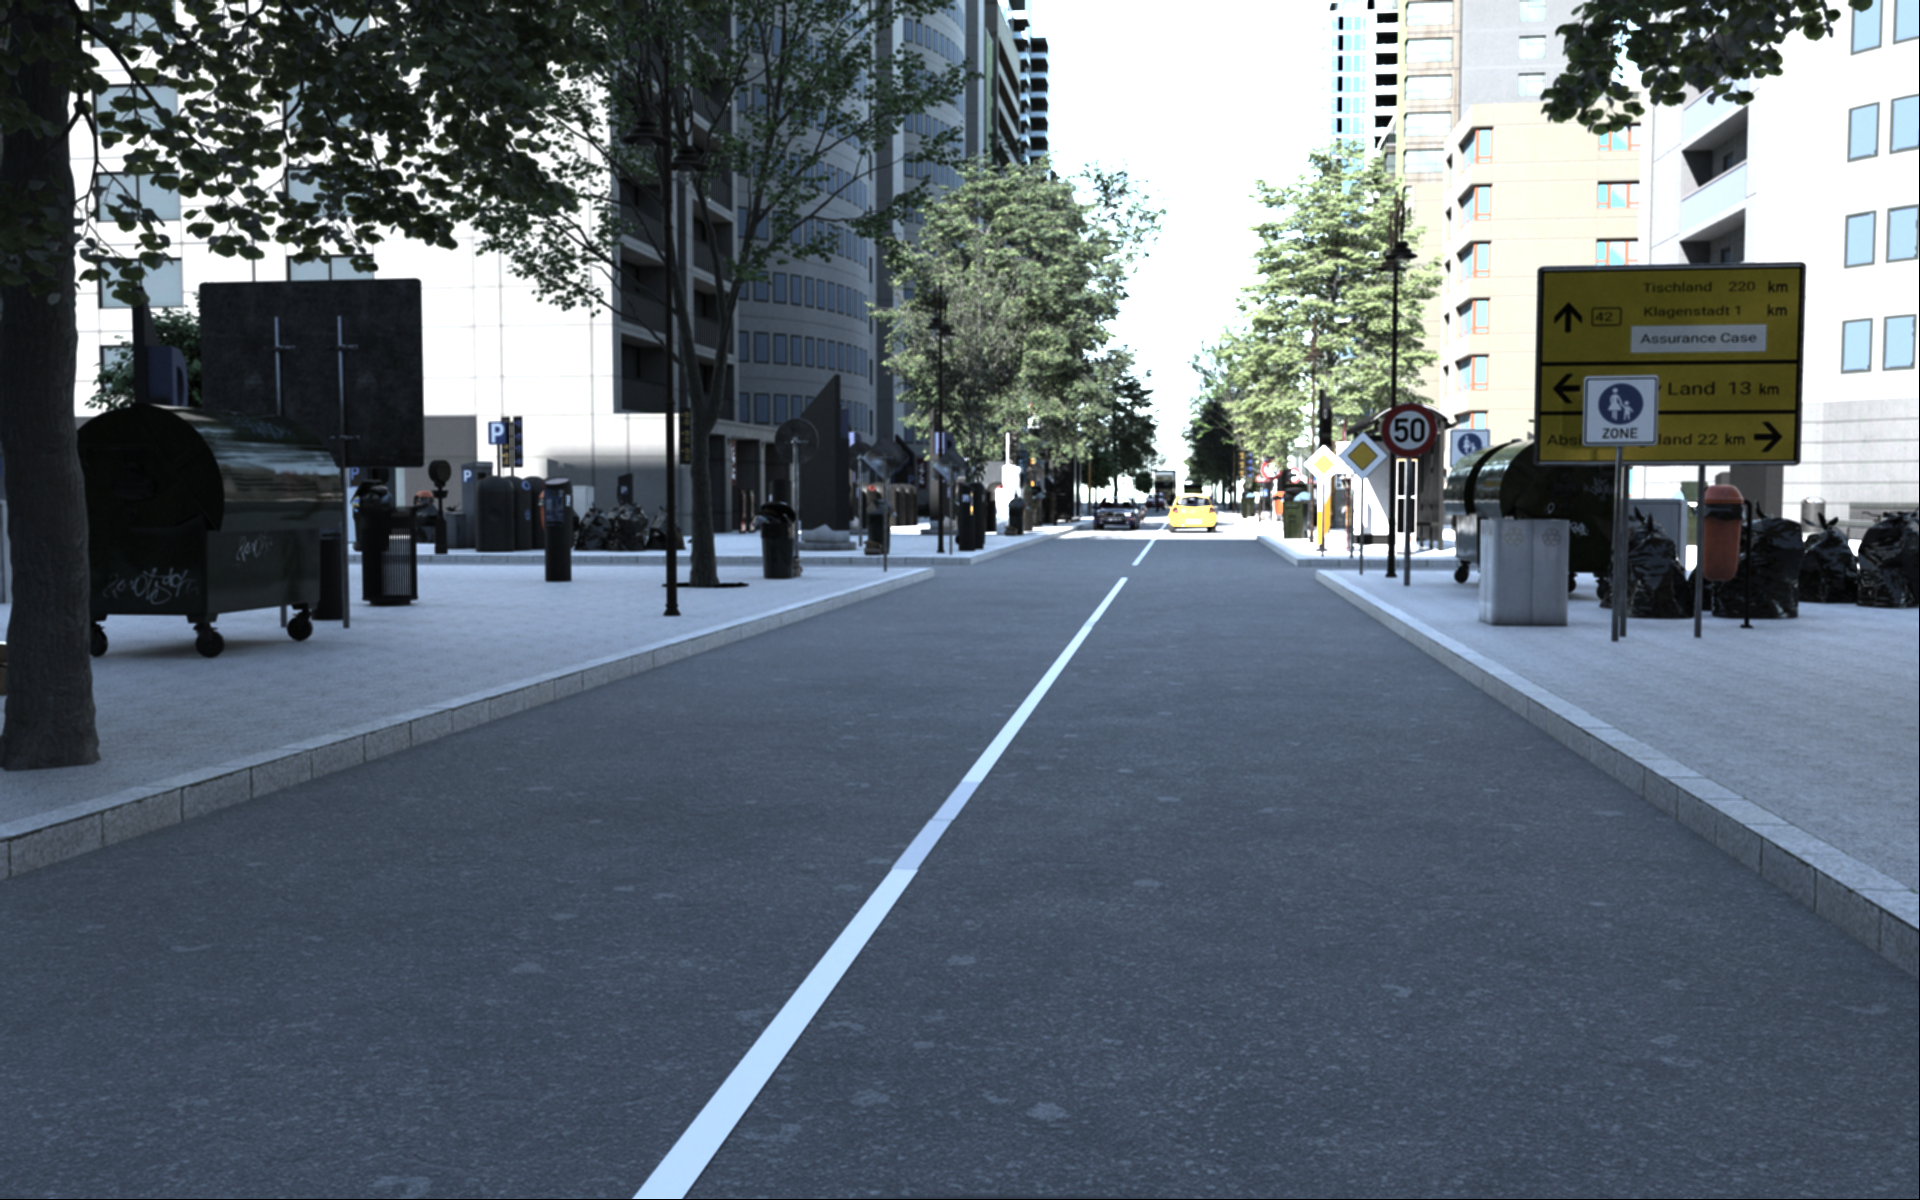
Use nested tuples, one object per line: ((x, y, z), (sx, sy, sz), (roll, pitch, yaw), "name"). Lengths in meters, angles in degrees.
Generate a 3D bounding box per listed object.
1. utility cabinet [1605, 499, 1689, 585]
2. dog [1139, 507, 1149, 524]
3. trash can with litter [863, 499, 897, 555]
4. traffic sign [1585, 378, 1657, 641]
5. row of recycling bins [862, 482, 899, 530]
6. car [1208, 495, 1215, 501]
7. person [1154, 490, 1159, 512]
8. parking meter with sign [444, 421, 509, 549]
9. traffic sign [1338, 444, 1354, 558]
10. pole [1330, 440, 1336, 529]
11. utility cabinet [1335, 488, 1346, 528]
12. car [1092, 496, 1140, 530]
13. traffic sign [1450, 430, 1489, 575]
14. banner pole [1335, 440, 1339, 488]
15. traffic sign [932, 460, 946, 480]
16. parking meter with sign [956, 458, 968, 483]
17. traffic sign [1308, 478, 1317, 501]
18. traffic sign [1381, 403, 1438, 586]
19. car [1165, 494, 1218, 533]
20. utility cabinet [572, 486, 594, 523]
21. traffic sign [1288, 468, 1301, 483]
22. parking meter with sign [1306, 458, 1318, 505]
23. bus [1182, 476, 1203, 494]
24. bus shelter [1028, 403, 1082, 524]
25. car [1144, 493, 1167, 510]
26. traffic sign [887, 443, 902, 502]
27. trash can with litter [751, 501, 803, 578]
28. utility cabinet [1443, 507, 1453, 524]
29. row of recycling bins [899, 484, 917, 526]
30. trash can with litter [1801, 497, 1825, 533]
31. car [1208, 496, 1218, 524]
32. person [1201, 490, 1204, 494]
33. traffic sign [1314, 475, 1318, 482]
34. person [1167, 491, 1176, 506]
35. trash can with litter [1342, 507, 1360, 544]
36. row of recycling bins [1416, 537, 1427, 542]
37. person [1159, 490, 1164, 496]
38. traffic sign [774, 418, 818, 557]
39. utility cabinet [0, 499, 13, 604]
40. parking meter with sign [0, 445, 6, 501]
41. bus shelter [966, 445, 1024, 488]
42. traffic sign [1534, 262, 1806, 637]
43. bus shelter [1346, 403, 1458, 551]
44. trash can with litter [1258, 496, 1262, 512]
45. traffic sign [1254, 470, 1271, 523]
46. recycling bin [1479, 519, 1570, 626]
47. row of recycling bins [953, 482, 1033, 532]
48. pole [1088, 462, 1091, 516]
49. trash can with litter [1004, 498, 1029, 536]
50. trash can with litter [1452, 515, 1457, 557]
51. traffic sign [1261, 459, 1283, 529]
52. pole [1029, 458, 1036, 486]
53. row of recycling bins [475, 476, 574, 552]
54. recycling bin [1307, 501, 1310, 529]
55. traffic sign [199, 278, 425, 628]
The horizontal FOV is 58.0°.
((9.466, -0.778, 23.886), (1.020, 1.237, 0.306), (3, 5, 43), "utility cabinet")
((8.723, -4.107, 83.994), (0.513, 0.831, 0.800), (-2, 4, -24), "dog")
((-1.710, -1.549, 36.711), (0.624, 1.170, 1.055), (0, 4, 6), "trash can with litter")
((5.710, -0.789, 15.032), (0.606, 2.300, 0.079), (1, 4, 17), "traffic sign")
((-3.462, -3.122, 58.164), (1.069, 1.692, 3.534), (2, 4, 27), "row of recycling bins")
((18.032, -7.186, 129.498), (2.014, 1.417, 4.499), (0, 4, 8), "car")
((15.604, -7.856, 137.666), (0.721, 1.735, 1.217), (0, 4, -7), "person")
((-11.450, -2.735, 40.979), (0.543, 3.016, 1.738), (2, 4, 25), "parking meter with sign")
((7.806, -1.978, 34.462), (0.606, 2.300, 0.079), (1, 4, 11), "traffic sign")
((13.673, -4.263, 63.547), (0.158, 3.312, 0.155), (0, 3, 0), "pole")
((14.090, -3.406, 64.365), (1.173, 1.500, 0.318), (-1, 4, -12), "utility cabinet")
((6.364, -3.528, 70.262), (1.945, 1.354, 3.894), (1, 4, 8), "car")
((8.009, -1.538, 27.273), (0.606, 2.300, 0.079), (1, 4, 17), "traffic sign")
((17.129, -5.470, 79.455), (0.863, 3.779, 0.401), (-2, 4, -35), "banner pole")
((-0.549, -3.031, 51.679), (0.606, 2.300, 0.079), (1, 4, 10), "traffic sign")
((-0.154, -4.774, 74.323), (0.543, 3.016, 1.738), (3, 5, 42), "parking meter with sign")
((17.221, -5.113, 83.605), (0.884, 2.594, 0.081), (1, 4, 12), "traffic sign")
((6.268, -1.474, 24.213), (0.768, 2.556, 0.104), (1, 4, 14), "traffic sign")
((8.694, -3.347, 64.939), (2.015, 1.641, 3.980), (0, 4, 6), "car")
((-10.304, -2.311, 46.456), (1.173, 1.500, 0.318), (3, 4, 36), "utility cabinet")
((16.063, -5.108, 83.616), (0.768, 2.556, 0.104), (1, 4, 13), "traffic sign")
((18.335, -5.669, 88.947), (1.738, 3.016, 0.543), (1, 4, 18), "parking meter with sign")
((32.104, -15.123, 238.802), (2.896, 3.916, 12.252), (0, 4, 7), "bus")
((4.396, -6.171, 78.536), (2.179, 5.291, 8.768), (0, 4, 7), "bus shelter")
((17.884, -9.128, 158.284), (2.155, 1.783, 4.494), (1, 4, 8), "car")
((-1.720, -2.530, 41.469), (0.768, 2.556, 0.104), (1, 4, 16), "traffic sign")
((-2.780, -0.930, 26.588), (0.624, 1.170, 1.055), (1, 4, 8), "trash can with litter")
((20.517, -3.911, 72.616), (0.318, 1.500, 1.173), (-2, 4, -31), "utility cabinet")
((-2.496, -3.816, 69.507), (1.069, 1.692, 3.534), (1, 4, 16), "row of recycling bins")
((20.451, -1.919, 42.438), (2.233, 1.210, 1.678), (1, 4, 20), "trash can with litter")
((11.529, -4.355, 83.781), (1.945, 1.354, 3.894), (0, 4, 6), "car")
((22.905, -9.485, 163.576), (0.705, 1.824, 1.348), (-1, 4, -10), "person")
((15.854, -4.667, 76.411), (0.768, 2.556, 0.104), (1, 4, 15), "traffic sign")
((19.940, -9.363, 162.303), (1.217, 1.735, 0.721), (0, 4, -8), "person")
((10.432, -2.036, 44.681), (1.055, 1.170, 0.624), (-1, 4, -14), "trash can with litter")
((12.501, -2.518, 48.279), (1.069, 1.692, 3.534), (1, 4, 19), "row of recycling bins")
((20.406, -10.204, 175.198), (0.709, 1.838, 0.599), (2, 4, 28), "person")
((-2.755, -1.773, 29.090), (0.768, 2.556, 0.104), (1, 4, 11), "traffic sign")
((-11.712, -0.559, 20.297), (1.020, 1.237, 0.306), (-1, 4, -11), "utility cabinet")
((-32.107, -3.686, 56.533), (0.543, 3.016, 1.738), (1, 4, 13), "parking meter with sign")
((1.415, -4.799, 72.385), (2.014, 3.302, 5.546), (0, 4, 7), "bus shelter")
((6.288, -1.320, 15.448), (2.265, 3.308, 0.079), (0, 4, 8), "traffic sign")
((10.402, -2.900, 41.340), (2.014, 3.302, 5.546), (0, 4, 7), "bus shelter")
((19.445, -6.013, 109.699), (1.055, 1.170, 0.624), (-1, 4, -15), "trash can with litter")
((13.427, -4.680, 76.528), (0.884, 2.594, 0.081), (1, 4, 15), "traffic sign")
((5.580, -0.282, 17.158), (0.722, 1.027, 0.722), (0, 4, 6), "recycling bin")
((0.868, -3.158, 58.751), (3.534, 1.692, 1.069), (-2, 4, -32), "row of recycling bins")
((7.604, -6.599, 101.732), (0.158, 3.312, 0.155), (0, 3, 0), "pole")
((1.743, -2.592, 53.764), (0.624, 1.170, 1.055), (1, 4, 16), "trash can with litter")
((10.388, -1.430, 34.768), (0.624, 1.170, 1.055), (-2, 4, -27), "trash can with litter")
((11.405, -3.867, 63.327), (0.768, 2.556, 0.104), (1, 4, 14), "traffic sign")
((3.575, -5.523, 84.150), (0.158, 3.312, 0.155), (0, 3, 0), "pole")
((-10.038, -2.003, 39.858), (1.069, 1.692, 3.534), (1, 4, 16), "row of recycling bins")
((12.599, -3.154, 64.128), (0.722, 1.027, 0.722), (2, 4, 29), "recycling bin")
((-6.201, -1.387, 16.554), (2.265, 3.308, 0.079), (1, 4, 9), "traffic sign")
